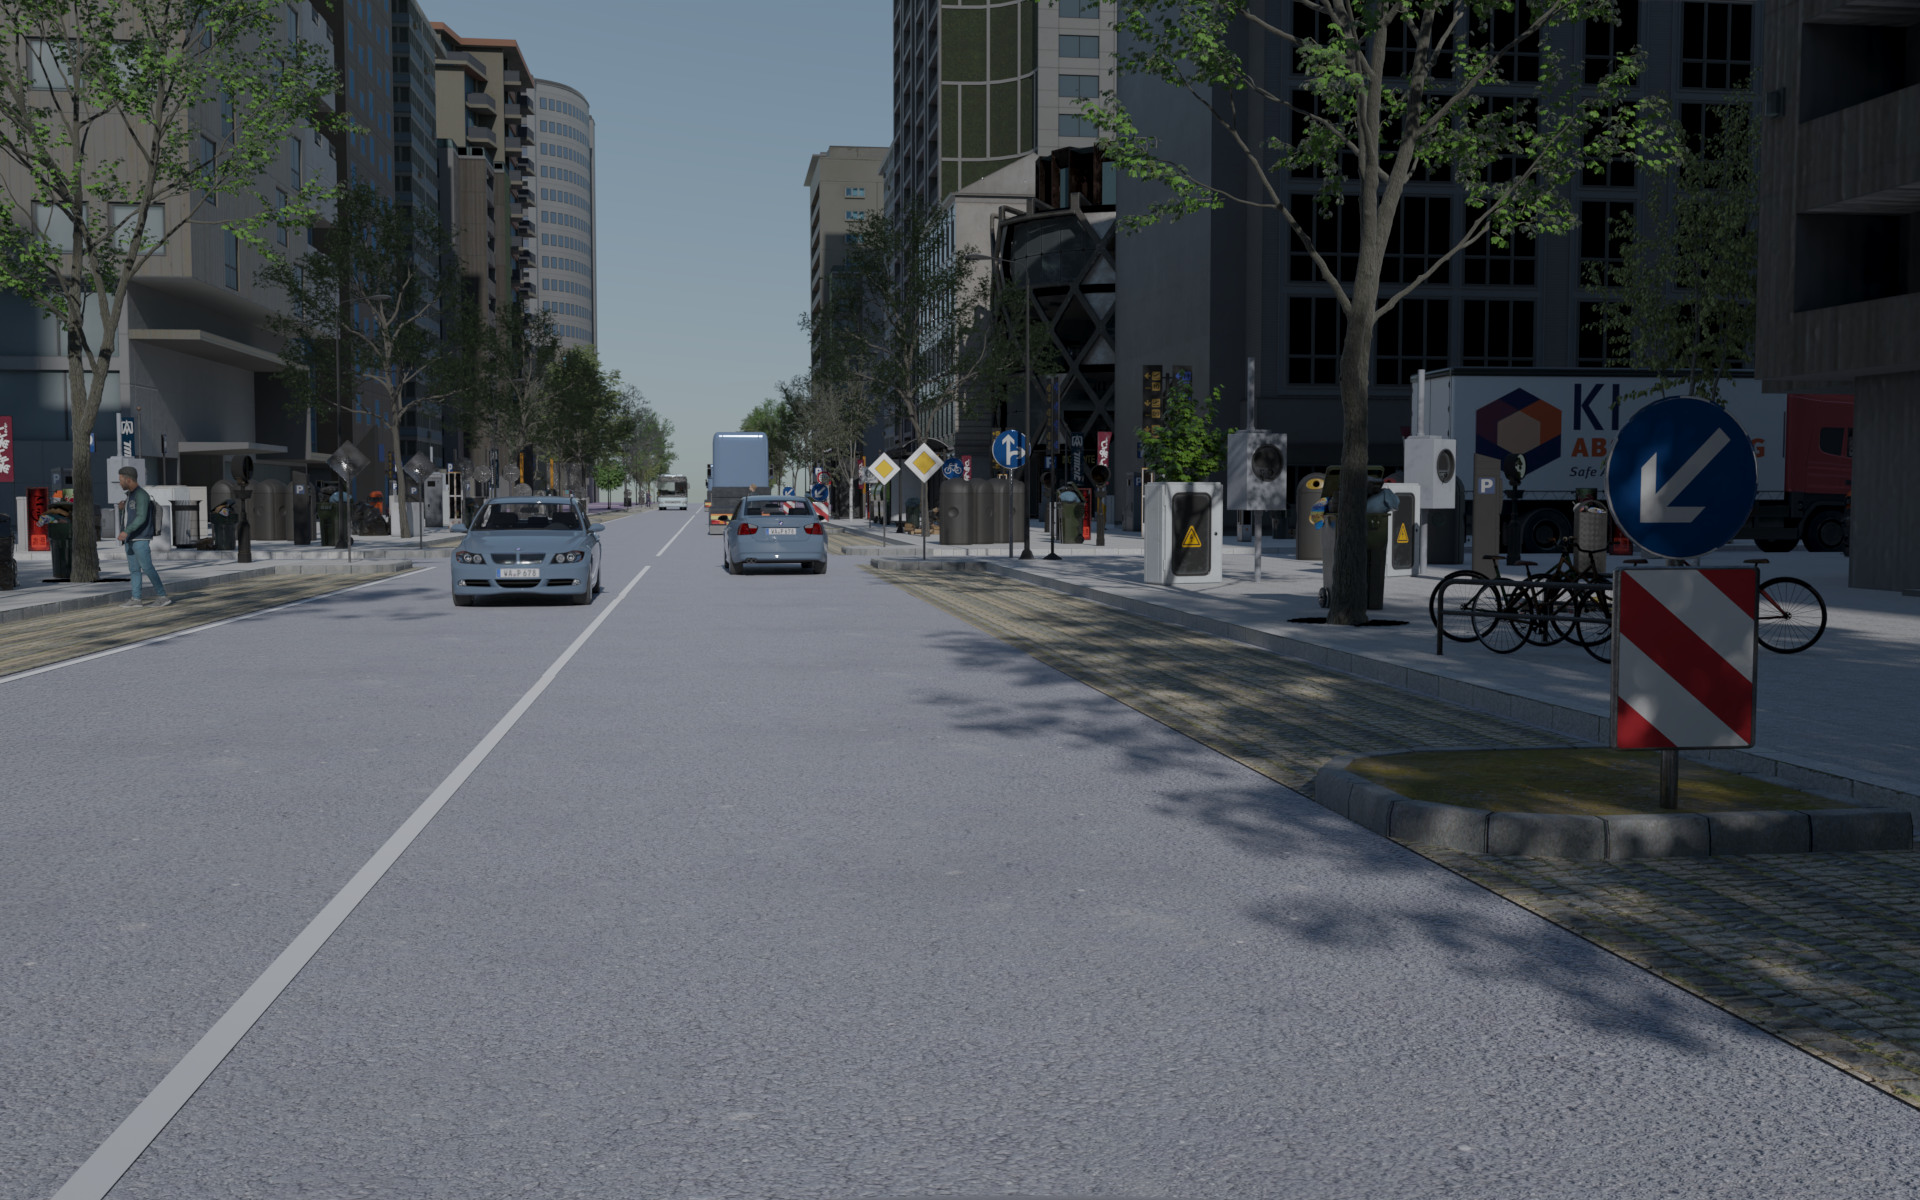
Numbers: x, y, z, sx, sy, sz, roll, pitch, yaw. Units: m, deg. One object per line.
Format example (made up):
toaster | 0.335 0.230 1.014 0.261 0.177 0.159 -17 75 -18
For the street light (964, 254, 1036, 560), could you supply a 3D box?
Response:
street light | 0.776 -3.742 33.720 1.470 5.913 1.316 0 4 -8

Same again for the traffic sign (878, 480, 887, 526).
traffic sign | -2.964 -4.226 69.093 0.884 2.594 0.081 0 4 -1

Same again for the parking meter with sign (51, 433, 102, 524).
parking meter with sign | -25.218 -3.215 48.827 0.543 3.016 1.738 1 4 20

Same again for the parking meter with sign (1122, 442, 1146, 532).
parking meter with sign | 5.995 -3.842 59.081 0.543 3.016 1.738 -1 4 -16

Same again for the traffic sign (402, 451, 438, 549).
traffic sign | -12.514 -2.234 40.175 0.795 2.450 0.064 0 4 -8

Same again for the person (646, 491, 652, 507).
person | -31.885 -10.325 177.754 0.568 1.767 0.683 1 4 19

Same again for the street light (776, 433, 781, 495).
street light | -13.344 -9.799 132.756 1.470 5.913 1.316 0 4 -8

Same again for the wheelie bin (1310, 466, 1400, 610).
wheelie bin | 4.430 -0.698 19.317 0.980 1.594 0.693 0 4 -5

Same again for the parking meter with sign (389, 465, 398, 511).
parking meter with sign | -30.914 -6.023 94.729 0.543 3.016 1.738 -2 4 -28

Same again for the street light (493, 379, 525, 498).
street light | -18.235 -5.956 69.914 1.470 5.913 1.316 0 4 -8

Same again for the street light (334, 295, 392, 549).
street light | -13.945 -4.156 40.486 1.470 5.913 1.316 0 4 -8

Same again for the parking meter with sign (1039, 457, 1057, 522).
parking meter with sign | 4.003 -5.107 79.768 0.543 3.016 1.738 1 4 15

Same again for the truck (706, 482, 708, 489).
truck | -29.840 -13.463 216.047 3.469 3.379 9.791 -1 4 -9

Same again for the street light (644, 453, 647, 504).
street light | -36.428 -13.784 197.907 1.470 5.913 1.316 0 4 -8

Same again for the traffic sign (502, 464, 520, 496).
traffic sign | -19.016 -4.480 73.353 0.768 2.556 0.104 0 4 -4

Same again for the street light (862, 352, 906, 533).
street light | -2.497 -5.147 56.700 1.470 5.913 1.316 0 4 -8

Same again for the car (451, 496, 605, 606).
car | -5.866 -0.717 23.734 2.014 1.417 4.499 -1 4 -9

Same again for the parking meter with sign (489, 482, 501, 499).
parking meter with sign | -30.299 -7.134 112.901 0.543 3.016 1.738 2 4 27

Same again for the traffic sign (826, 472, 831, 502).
traffic sign | -7.748 -6.149 100.634 0.768 2.556 0.104 0 4 -6

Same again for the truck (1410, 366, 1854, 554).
truck | 16.179 -3.113 39.817 11.283 4.237 2.839 0 4 -6

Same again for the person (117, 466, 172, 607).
person | -10.380 -0.796 21.855 0.623 1.781 0.721 3 4 38

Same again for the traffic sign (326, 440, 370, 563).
traffic sign | -11.390 -1.751 32.270 0.795 2.450 0.064 0 4 -8

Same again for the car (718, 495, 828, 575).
car | -3.460 -1.230 32.117 2.014 1.417 4.499 -1 4 -10

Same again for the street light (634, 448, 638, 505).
street light | -33.200 -12.392 175.155 1.470 5.913 1.316 0 4 -8

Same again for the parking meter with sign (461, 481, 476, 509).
parking meter with sign | -28.131 -6.224 98.029 1.738 3.016 0.543 1 4 15

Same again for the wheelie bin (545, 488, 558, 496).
wheelie bin | -22.878 -5.452 97.051 0.693 1.594 0.980 -2 4 -30

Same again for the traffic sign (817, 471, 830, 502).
traffic sign | -7.507 -5.845 95.669 0.768 2.556 0.104 0 4 0

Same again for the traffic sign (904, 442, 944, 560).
traffic sign | -0.700 -1.842 33.763 0.795 2.450 0.064 0 4 -8

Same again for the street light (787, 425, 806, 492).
street light | -10.880 -8.768 115.901 1.470 5.913 1.316 0 4 -8

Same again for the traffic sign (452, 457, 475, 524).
traffic sign | -17.281 -3.681 60.298 0.768 2.556 0.104 0 4 -3

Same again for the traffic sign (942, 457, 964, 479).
traffic sign | -0.240 -3.668 60.078 0.768 2.556 0.104 0 4 1

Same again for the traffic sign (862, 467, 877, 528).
traffic sign | -3.370 -3.831 64.772 0.606 2.300 0.079 0 4 -1

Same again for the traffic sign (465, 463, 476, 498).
traffic sign | -18.111 -3.872 63.421 0.768 2.556 0.104 0 4 2

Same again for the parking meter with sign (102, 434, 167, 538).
parking meter with sign | -24.032 -3.310 50.381 1.738 3.016 0.543 -1 4 -19

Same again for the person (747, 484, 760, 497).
person | -6.887 -3.016 58.231 0.534 1.772 0.576 1 4 18

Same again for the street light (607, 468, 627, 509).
street light | -28.976 -10.570 145.356 1.470 5.913 1.316 0 4 -8

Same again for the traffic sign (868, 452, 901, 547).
traffic sign | -1.824 -2.326 41.669 0.795 2.450 0.064 0 4 -8

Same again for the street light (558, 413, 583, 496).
street light | -22.445 -7.756 99.353 1.470 5.913 1.316 0 4 -8

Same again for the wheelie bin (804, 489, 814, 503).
wheelie bin | -9.394 -6.170 108.787 0.693 1.594 0.980 1 4 10

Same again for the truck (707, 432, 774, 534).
truck | -8.742 -4.867 69.335 2.967 4.110 18.799 0 4 -8

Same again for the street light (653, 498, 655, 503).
street light | -40.641 -15.584 227.346 1.470 5.913 1.316 0 4 -8

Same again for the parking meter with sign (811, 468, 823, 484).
parking meter with sign | -9.451 -7.158 113.286 0.543 3.016 1.738 1 4 10

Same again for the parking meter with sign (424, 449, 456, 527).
parking meter with sign | -20.294 -4.310 66.725 1.738 3.016 0.543 -1 4 -15

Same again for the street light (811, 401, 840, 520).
street light | -6.714 -6.967 86.455 1.470 5.913 1.316 0 4 -8

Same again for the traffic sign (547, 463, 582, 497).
traffic sign | -25.891 -7.305 113.316 2.265 3.308 0.079 0 4 -3

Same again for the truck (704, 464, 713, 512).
truck | -20.587 -9.738 148.970 2.967 4.110 18.799 0 4 -7

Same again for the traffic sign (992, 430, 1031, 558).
traffic sign | 1.025 -2.112 34.644 0.768 2.556 0.104 0 4 -3

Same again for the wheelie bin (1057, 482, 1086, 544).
wheelie bin | 2.866 -2.251 44.704 0.693 1.594 0.980 0 4 -8

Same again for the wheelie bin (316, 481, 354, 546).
wheelie bin | -15.330 -2.118 42.530 0.980 1.594 0.693 1 4 22
